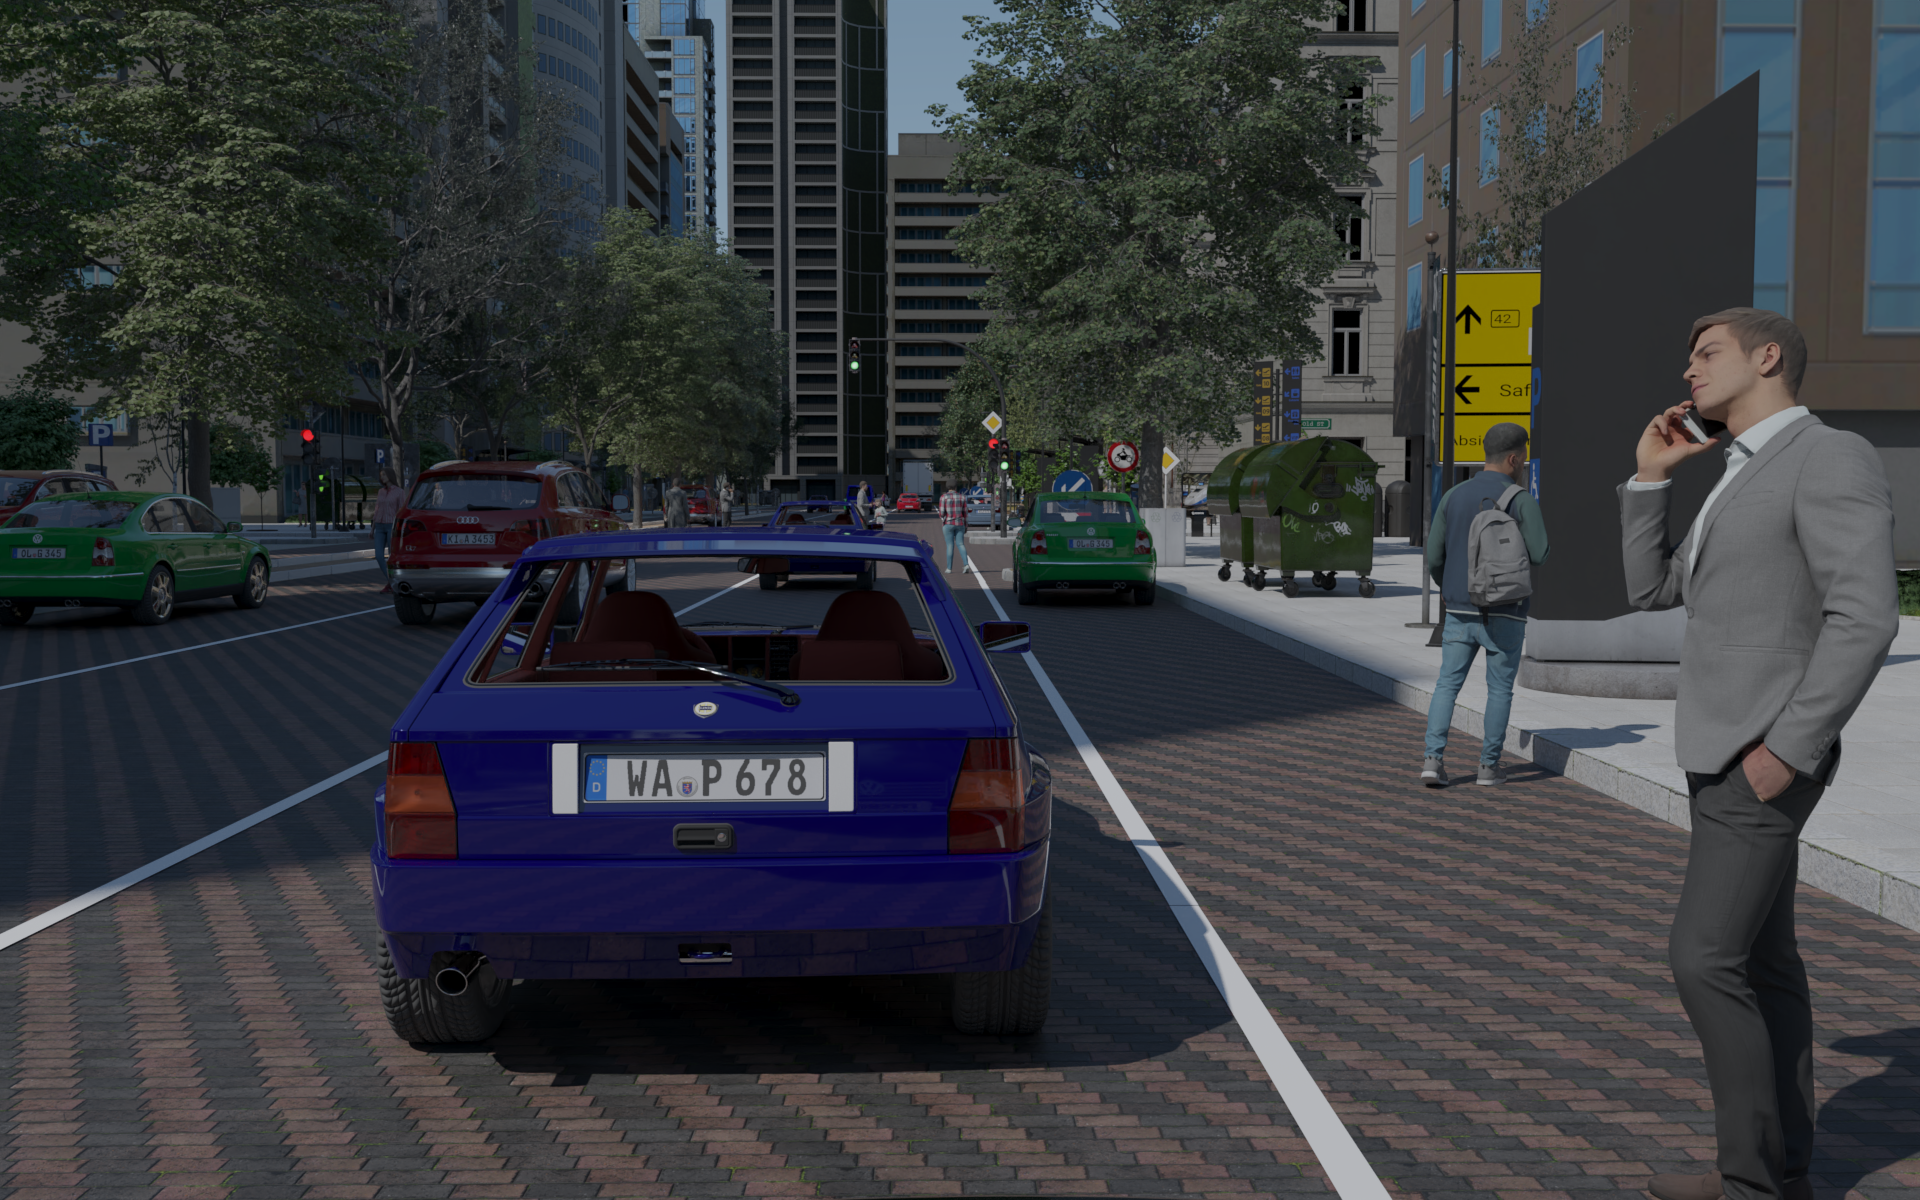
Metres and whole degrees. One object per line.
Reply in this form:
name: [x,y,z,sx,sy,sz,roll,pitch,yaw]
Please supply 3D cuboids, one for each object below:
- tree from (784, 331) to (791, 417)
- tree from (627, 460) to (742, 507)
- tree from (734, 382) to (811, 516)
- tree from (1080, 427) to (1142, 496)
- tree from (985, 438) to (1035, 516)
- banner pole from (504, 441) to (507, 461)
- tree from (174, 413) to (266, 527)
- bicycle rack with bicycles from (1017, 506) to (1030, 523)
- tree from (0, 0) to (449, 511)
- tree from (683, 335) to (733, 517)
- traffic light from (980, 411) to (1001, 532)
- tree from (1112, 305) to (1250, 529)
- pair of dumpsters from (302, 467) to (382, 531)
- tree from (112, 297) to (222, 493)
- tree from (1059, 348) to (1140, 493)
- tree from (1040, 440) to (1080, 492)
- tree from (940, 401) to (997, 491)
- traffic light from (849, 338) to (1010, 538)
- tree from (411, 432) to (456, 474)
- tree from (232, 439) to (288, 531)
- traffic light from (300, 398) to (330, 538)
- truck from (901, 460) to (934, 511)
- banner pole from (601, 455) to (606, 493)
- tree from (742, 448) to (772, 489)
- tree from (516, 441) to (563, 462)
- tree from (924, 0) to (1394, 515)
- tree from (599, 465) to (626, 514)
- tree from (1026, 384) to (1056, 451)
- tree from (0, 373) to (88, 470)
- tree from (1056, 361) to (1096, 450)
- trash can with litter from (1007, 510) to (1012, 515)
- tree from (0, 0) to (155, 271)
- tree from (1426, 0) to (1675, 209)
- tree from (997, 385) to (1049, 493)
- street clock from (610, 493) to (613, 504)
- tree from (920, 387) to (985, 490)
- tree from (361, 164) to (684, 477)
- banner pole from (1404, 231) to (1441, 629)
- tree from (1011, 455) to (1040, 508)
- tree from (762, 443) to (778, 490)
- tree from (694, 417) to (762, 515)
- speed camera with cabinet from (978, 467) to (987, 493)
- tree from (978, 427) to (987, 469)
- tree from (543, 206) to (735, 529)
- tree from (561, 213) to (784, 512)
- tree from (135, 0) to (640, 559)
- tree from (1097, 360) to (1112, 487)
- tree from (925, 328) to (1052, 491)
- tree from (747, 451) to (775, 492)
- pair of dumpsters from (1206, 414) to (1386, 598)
tree: [-13.110,-11.064,90.012,9.857,13.997,8.962,0,3,0]
tree: [-23.678,-13.713,141.210,9.611,12.733,9.660,0,3,0]
tree: [-13.728,-10.184,103.370,8.767,10.594,7.601,0,4,-1]
tree: [4.267,-2.973,43.204,1.663,3.219,1.824,0,3,0]
tree: [2.930,-7.204,101.501,4.285,4.588,4.351,0,3,0]
banner pole: [-21.531,-5.635,82.149,0.401,3.779,0.863,-1,4,-14]
tree: [-28.573,-5.111,67.286,4.285,4.588,4.351,0,3,0]
bicycle rack with bicycles: [4.051,-3.832,76.030,2.925,0.926,2.852,0,4,6]
tree: [-12.140,-6.540,27.506,7.486,12.596,7.792,0,3,0]
tree: [-12.882,-7.575,60.729,8.767,10.594,7.601,0,4,-1]
traffic light: [1.105,-4.268,58.699,0.839,4.253,0.868,0,4,-1]
tree: [8.456,-6.909,63.320,4.360,8.622,3.978,0,3,0]
pair of dumpsters: [-22.028,-3.631,61.862,1.574,2.255,4.437,0,4,-1]
tree: [-27.796,-6.772,61.083,4.360,8.622,3.978,0,3,0]
tree: [7.282,-8.217,84.707,4.737,8.622,4.395,0,3,0]
tree: [3.891,-4.018,60.303,1.663,3.219,1.824,0,3,0]
tree: [1.173,-16.725,199.216,9.928,11.665,9.643,0,3,0]
traffic light: [-0.834,-4.640,50.534,4.771,5.953,1.251,0,4,-1]
tree: [-27.212,-6.423,88.731,4.285,4.588,4.351,0,3,0]
tree: [-23.998,-3.988,59.797,1.663,3.219,1.824,0,3,0]
traffic light: [-18.801,-3.755,50.320,0.839,4.253,0.868,0,4,-1]
truck: [-3.604,-9.701,147.520,2.839,4.237,11.283,0,4,-2]
banner pole: [-22.583,-7.327,109.810,0.401,3.779,0.863,-2,4,-35]
tree: [-23.735,-15.975,178.192,9.611,12.733,9.660,0,3,0]
tree: [-25.989,-7.546,107.087,4.285,4.588,4.351,0,3,0]
tree: [3.853,-7.860,35.164,9.857,13.997,8.962,0,3,0]
tree: [-22.485,-7.160,111.664,1.663,3.219,1.824,0,3,0]
tree: [6.203,-9.531,106.189,4.360,8.622,3.978,0,3,0]
tree: [-25.495,-3.886,47.246,4.285,4.588,4.351,0,3,0]
tree: [7.874,-8.534,89.887,4.360,8.622,3.978,0,3,0]
trash can with litter: [2.781,-5.901,107.865,1.055,1.170,0.624,1,4,15]
tree: [-12.127,-5.476,17.750,9.928,11.665,9.643,0,3,0]
tree: [8.820,-4.579,25.237,4.360,8.622,3.978,0,3,0]
tree: [4.283,-9.859,111.557,4.737,8.622,4.395,0,3,0]
street clock: [-23.035,-6.736,114.696,0.358,2.002,0.471,3,5,44]
tree: [1.017,-16.457,179.438,12.009,13.543,11.850,0,3,0]
tree: [-12.642,-6.771,47.580,8.767,10.594,7.601,0,4,-1]
banner pole: [4.456,-1.611,16.354,0.401,3.779,0.863,1,4,8]
tree: [3.544,-5.520,84.848,1.663,3.219,1.824,0,3,0]
tree: [-13.911,-10.154,118.841,4.360,8.622,3.978,0,3,0]
tree: [-13.514,-8.841,97.364,4.360,8.622,3.978,0,3,0]
speed camera with cabinet: [2.358,-8.213,128.625,2.038,3.252,0.660,1,4,11]
tree: [2.594,-11.950,145.738,4.737,8.622,4.395,0,3,0]
tree: [-12.817,-9.035,68.300,7.486,12.596,7.792,0,3,0]
tree: [-13.119,-10.414,79.375,9.857,13.997,8.962,0,3,0]
tree: [-12.307,-7.632,37.608,12.009,13.543,11.850,0,3,0]
tree: [8.263,-7.569,74.109,4.360,8.622,3.978,0,3,0]
tree: [2.383,-12.345,118.849,9.611,12.733,9.660,0,3,0]
tree: [-24.101,-15.807,208.813,4.737,8.622,4.395,0,3,0]
pair of dumpsters: [4.444,-1.272,23.284,1.574,2.255,4.437,0,4,-1]
